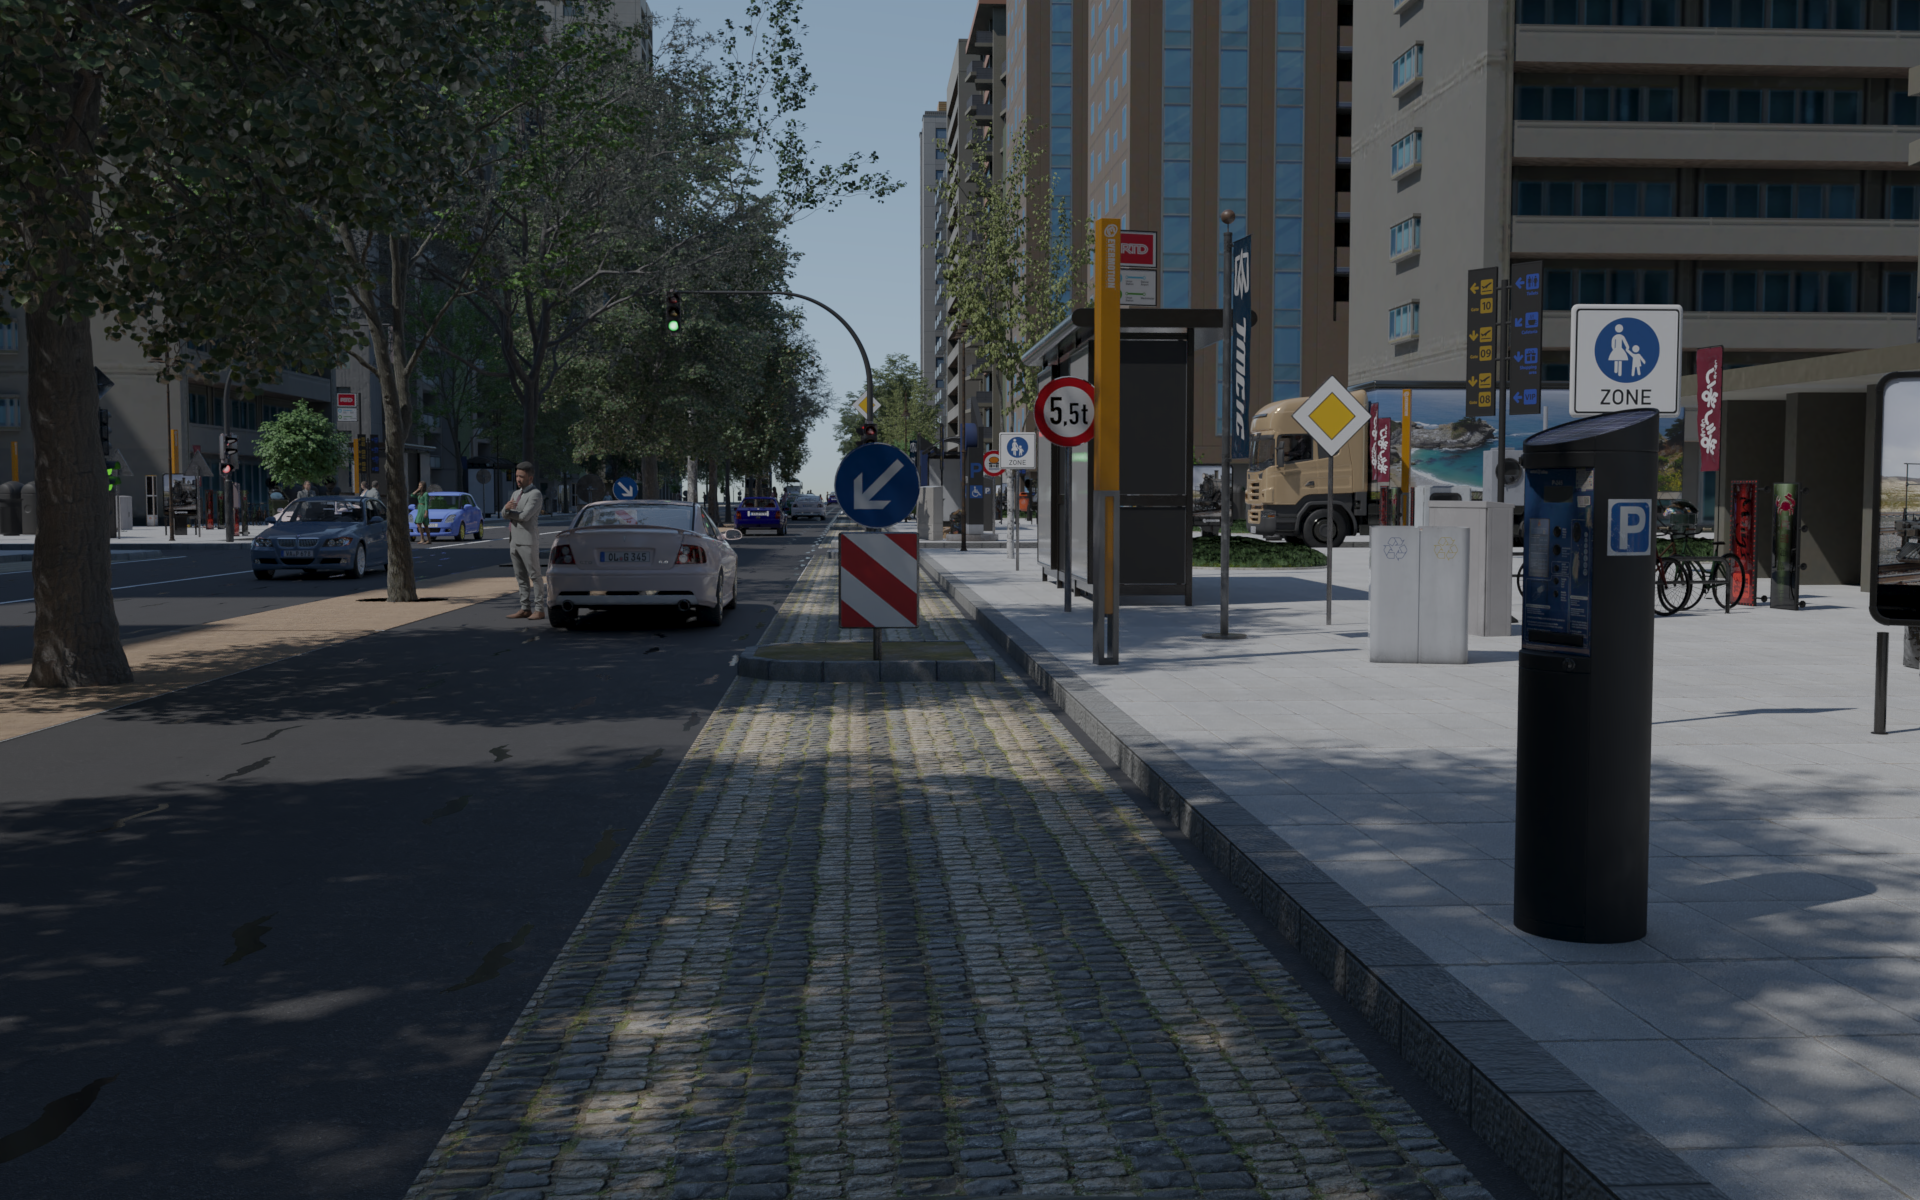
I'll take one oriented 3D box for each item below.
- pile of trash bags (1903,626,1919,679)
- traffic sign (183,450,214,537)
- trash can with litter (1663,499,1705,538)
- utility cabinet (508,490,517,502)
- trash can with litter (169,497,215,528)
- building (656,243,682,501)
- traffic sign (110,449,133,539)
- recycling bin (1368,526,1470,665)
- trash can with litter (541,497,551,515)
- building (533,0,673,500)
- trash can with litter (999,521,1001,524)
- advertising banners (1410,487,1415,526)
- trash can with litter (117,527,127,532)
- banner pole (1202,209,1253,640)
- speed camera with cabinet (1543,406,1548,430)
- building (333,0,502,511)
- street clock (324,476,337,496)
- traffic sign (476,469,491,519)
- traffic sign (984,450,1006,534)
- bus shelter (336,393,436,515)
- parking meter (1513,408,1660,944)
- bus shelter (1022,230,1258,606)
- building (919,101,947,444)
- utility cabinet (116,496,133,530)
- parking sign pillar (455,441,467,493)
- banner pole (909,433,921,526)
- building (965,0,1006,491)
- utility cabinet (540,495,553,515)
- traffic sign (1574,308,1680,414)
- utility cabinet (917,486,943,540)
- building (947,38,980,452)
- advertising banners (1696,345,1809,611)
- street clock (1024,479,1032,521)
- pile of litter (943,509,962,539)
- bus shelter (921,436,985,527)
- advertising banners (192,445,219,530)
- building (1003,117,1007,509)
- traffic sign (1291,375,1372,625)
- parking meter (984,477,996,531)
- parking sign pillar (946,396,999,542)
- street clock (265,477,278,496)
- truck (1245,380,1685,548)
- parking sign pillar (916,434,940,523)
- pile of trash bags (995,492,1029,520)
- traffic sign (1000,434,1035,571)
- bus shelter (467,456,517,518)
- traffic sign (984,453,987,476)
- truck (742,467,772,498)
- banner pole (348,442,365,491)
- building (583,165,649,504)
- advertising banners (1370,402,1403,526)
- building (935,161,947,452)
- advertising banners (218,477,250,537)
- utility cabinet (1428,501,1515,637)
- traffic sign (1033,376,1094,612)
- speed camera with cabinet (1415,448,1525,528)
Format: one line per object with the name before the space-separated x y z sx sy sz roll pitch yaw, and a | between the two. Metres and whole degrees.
pile of trash bags | 7.903 -0.172 12.559 1.912 1.369 3.447 2 4 27
traffic sign | -22.560 -3.138 51.312 0.884 2.594 0.081 0 4 -3
trash can with litter | 16.384 -1.687 38.965 1.055 1.170 0.624 -2 4 -34
utility cabinet | -25.748 -5.652 101.089 1.173 1.500 0.318 -3 4 -38
trash can with litter | -28.542 -3.328 65.466 2.233 1.210 1.678 0 4 2
building | -50.952 -35.765 268.350 14.154 41.232 14.086 0 4 -4
traffic sign | -24.022 -3.022 49.410 0.884 2.594 0.081 0 4 1
recycling bin | 3.542 -0.052 13.409 0.722 1.027 0.722 1 4 12
trash can with litter | -25.171 -5.765 105.641 0.624 1.170 1.055 1 4 16
building | -52.493 -49.619 249.518 20.563 71.187 20.611 0 4 -4
trash can with litter | 1.336 -3.986 76.230 1.678 1.210 2.233 0 4 7
advertising banners | 10.063 -2.618 38.989 0.090 3.025 2.074 -2 4 -32
trash can with litter | -28.846 -2.885 58.229 1.678 1.210 2.233 1 4 23
banner pole | 2.396 -1.535 15.115 0.401 3.779 0.863 -1 4 -9
speed camera with cabinet | 13.880 -2.749 39.286 2.038 3.252 0.660 0 4 0
building | -41.328 -27.124 127.073 14.154 41.232 14.086 0 4 -4
street clock | -25.423 -4.001 69.978 0.471 2.002 0.358 -1 4 -9
traffic sign | -24.148 -5.365 87.828 0.768 2.556 0.104 0 4 -2
traffic sign | 0.985 -3.066 50.238 0.768 2.556 0.104 0 4 1
bus shelter | -23.721 -5.731 71.336 2.179 5.291 8.768 0 4 -3
parking meter | 1.830 0.204 5.073 0.372 1.533 0.369 0 3 0
bus shelter | 2.081 -2.829 23.885 2.179 5.291 8.768 0 4 -3
building | 4.333 -44.338 266.927 21.231 58.520 28.212 0 4 -4
utility cabinet | -29.951 -3.108 61.971 0.306 1.237 1.020 0 4 -5
parking sign pillar | -25.629 -6.145 88.936 1.447 3.967 1.447 -1 4 -22
banner pole | -1.798 -4.934 70.692 0.401 3.779 0.863 -3 5 -43
building | 11.852 -30.536 153.887 22.147 44.769 28.867 0 4 -4
utility cabinet | -25.685 -5.868 107.101 1.020 1.237 0.306 1 4 9
traffic sign | 3.601 -0.448 9.448 0.606 2.300 0.079 0 4 -3
utility cabinet | -0.844 -2.403 47.975 0.318 1.500 1.173 -2 4 -23
building | 9.842 -33.956 178.882 21.300 48.544 21.600 0 4 -4
advertising banners | 9.023 -1.447 19.851 0.090 3.025 2.074 -1 4 -10
street clock | 3.291 -4.738 82.030 0.358 2.002 0.471 -3 5 -40
pile of litter | -0.346 -2.221 50.279 1.176 0.858 1.719 1 4 21
bus shelter | -0.295 -4.245 63.337 2.014 3.302 5.546 0 4 -4
advertising banners | -27.037 -4.048 62.377 0.090 3.025 2.074 0 4 7
building | 10.092 -22.081 132.726 14.160 30.474 14.107 0 4 -4
traffic sign | 3.609 -0.961 16.892 0.795 2.450 0.064 0 4 -3
parking meter | 1.005 -3.305 59.744 0.399 1.863 0.255 1 4 23
parking sign pillar | 0.337 -3.594 47.239 1.447 3.967 1.447 -1 4 -9
street clock | -29.582 -4.276 74.489 0.358 2.002 0.471 2 4 35
truck | 12.361 -3.368 43.973 11.283 4.237 2.839 0 4 -3
parking sign pillar | -1.239 -5.433 77.304 1.447 3.967 1.447 -1 4 -17
pile of trash bags | 1.832 -4.639 85.595 3.447 1.369 1.912 1 4 17
traffic sign | 0.959 -1.636 28.876 0.606 2.300 0.079 0 4 6
bus shelter | -25.780 -6.184 95.028 2.014 3.302 5.546 0 4 -4
traffic sign | 0.574 -3.204 52.484 0.768 2.556 0.104 0 4 4
truck | -20.026 -11.199 172.014 2.839 4.237 11.283 0 4 -5
banner pole | -25.558 -5.111 73.581 0.863 3.779 0.401 0 4 -3
building | -51.653 -34.916 225.498 22.147 44.769 28.867 0 4 -4
advertising banners | 7.956 -2.217 32.433 0.090 3.025 2.074 0 4 -2
building | 8.046 -37.824 238.031 23.786 49.044 30.456 0 4 -4
advertising banners | -21.953 -3.442 52.465 0.090 3.025 2.074 0 4 -3
utility cabinet | 4.723 -0.299 16.044 0.306 1.237 1.020 -1 4 -15
traffic sign | 1.177 -1.143 18.797 0.768 2.556 0.104 0 4 1
speed camera with cabinet | 10.178 -2.462 34.583 2.038 3.252 0.660 0 4 -1
